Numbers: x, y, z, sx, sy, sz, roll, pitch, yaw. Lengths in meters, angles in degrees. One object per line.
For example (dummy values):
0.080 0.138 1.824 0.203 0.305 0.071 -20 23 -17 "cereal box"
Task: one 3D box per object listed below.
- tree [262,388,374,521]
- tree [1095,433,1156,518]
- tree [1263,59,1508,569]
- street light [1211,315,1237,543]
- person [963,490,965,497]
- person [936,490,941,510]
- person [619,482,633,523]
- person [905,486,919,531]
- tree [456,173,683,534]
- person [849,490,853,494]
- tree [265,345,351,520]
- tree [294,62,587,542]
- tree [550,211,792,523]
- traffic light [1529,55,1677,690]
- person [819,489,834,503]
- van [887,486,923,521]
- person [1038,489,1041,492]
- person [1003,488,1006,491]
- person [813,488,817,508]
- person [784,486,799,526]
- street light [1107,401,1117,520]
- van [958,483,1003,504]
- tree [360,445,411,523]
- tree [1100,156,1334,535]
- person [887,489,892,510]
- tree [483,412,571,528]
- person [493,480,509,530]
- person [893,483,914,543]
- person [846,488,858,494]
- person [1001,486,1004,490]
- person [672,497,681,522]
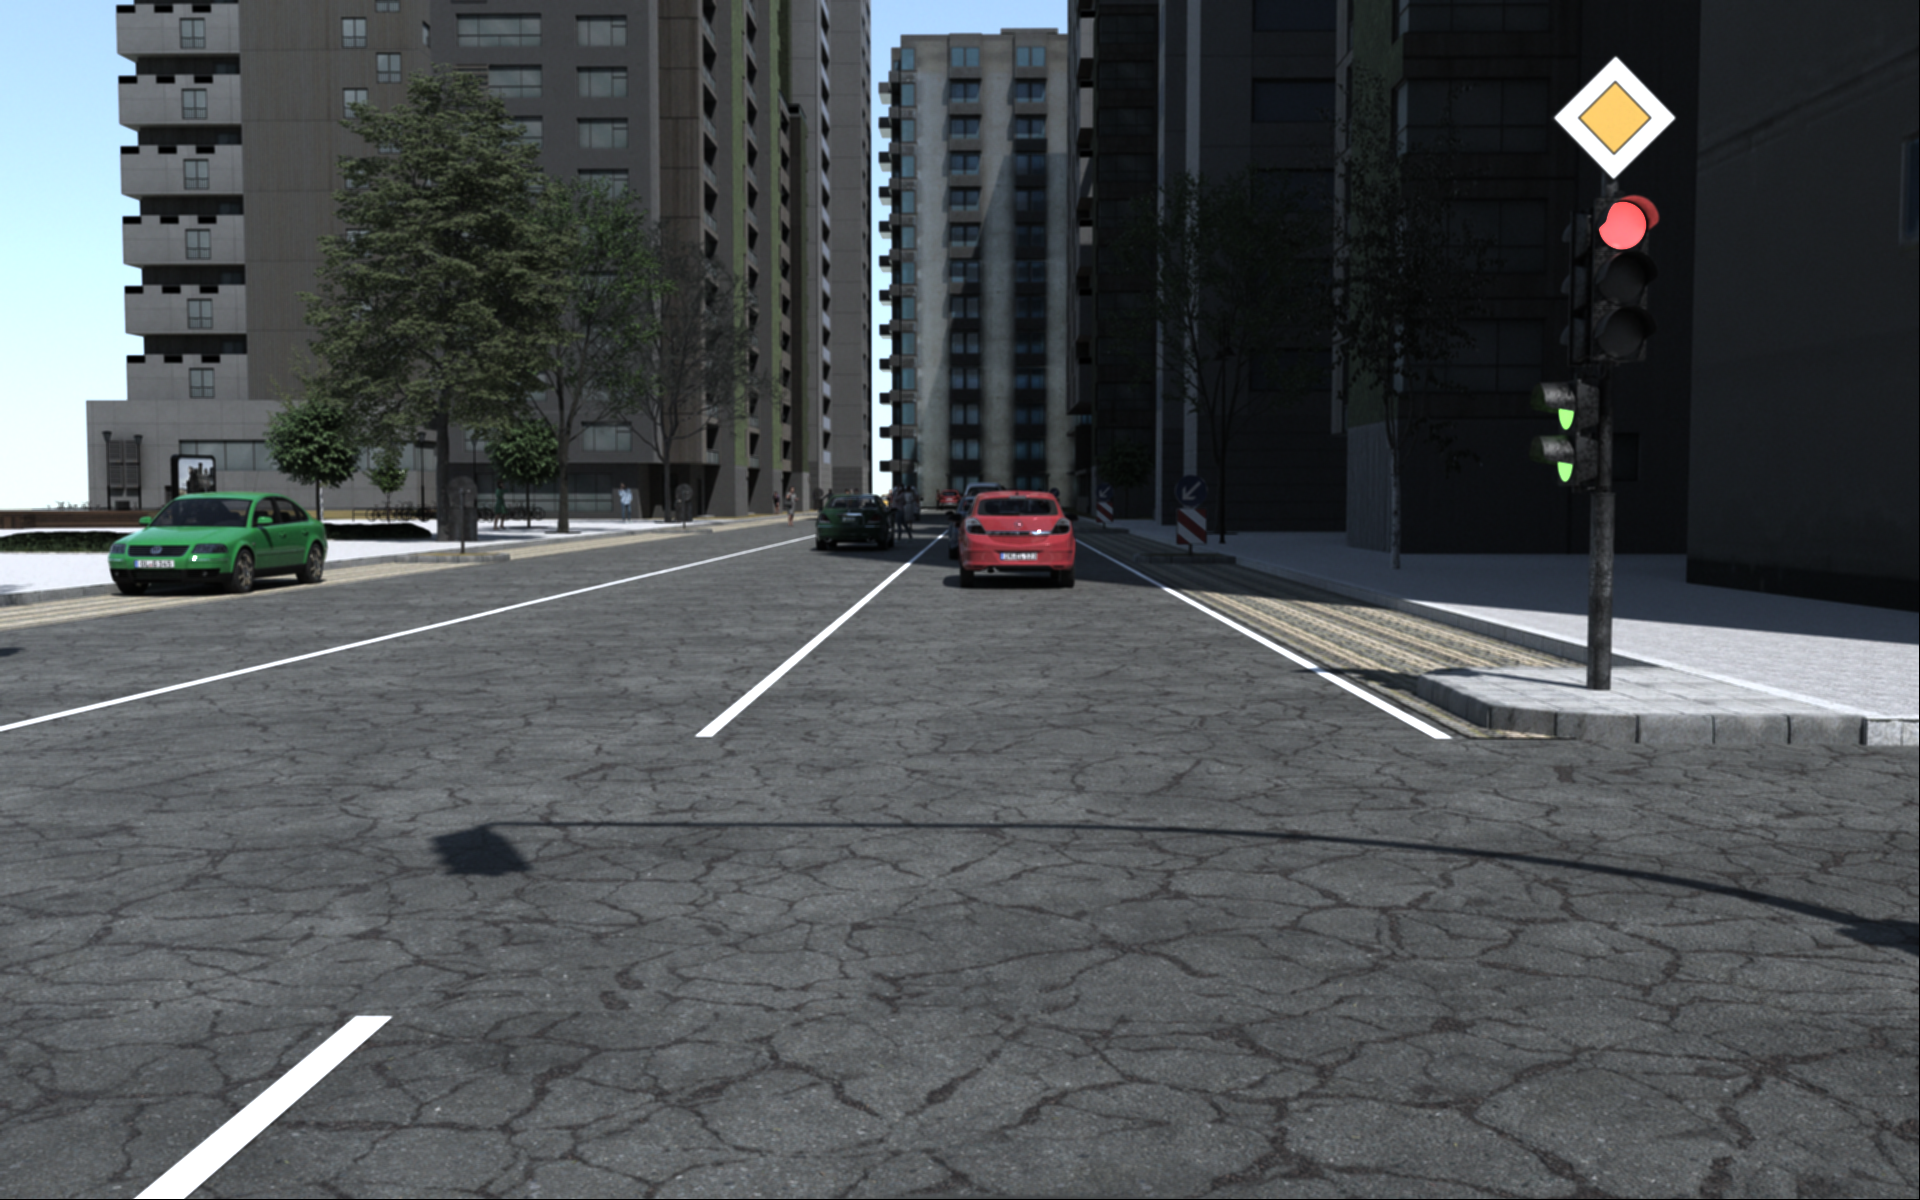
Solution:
-19.819 -4.279 53.670 4.285 4.588 4.351 0 3 0 "tree"
8.927 -6.646 92.382 4.285 4.588 4.351 0 3 0 "tree"
7.339 -4.825 29.249 4.360 8.622 3.978 0 3 0 "tree"
6.826 -4.411 44.910 0.468 5.910 1.993 0 4 1 "street light"
0.484 -9.335 161.216 0.705 1.814 1.350 1 4 13 "person"
-1.891 -8.802 152.370 0.705 1.831 1.348 1 4 13 "person"
-14.660 -4.262 75.987 0.793 1.790 0.793 2 4 28 "person"
-1.909 -3.582 67.643 0.480 1.755 0.524 3 5 40 "person"
-12.852 -7.974 56.126 9.928 11.665 9.643 0 3 0 "tree"
-7.409 -6.611 117.324 1.217 1.736 0.721 2 4 24 "person"
-31.212 -8.164 83.842 4.737 8.622 4.395 0 3 0 "tree"
-13.453 -7.830 46.151 7.486 12.596 7.792 0 3 0 "tree"
-12.984 -10.136 76.098 12.009 13.543 11.850 0 3 0 "tree"
4.178 -1.367 11.269 0.839 4.253 0.868 0 4 1 "traffic light"
-7.274 -5.352 96.798 1.217 1.735 0.721 1 4 10 "person"
-2.995 -5.333 94.207 2.013 2.044 4.112 0 4 -1 "van"
5.517 -6.882 121.029 0.705 1.823 1.348 0 4 -8 "person"
2.147 -4.862 88.517 0.617 1.759 0.750 -3 4 -36 "person"
-11.287 -7.932 136.186 0.568 1.767 0.683 -1 4 -13 "person"
-7.497 -4.162 76.901 0.716 1.782 0.532 -3 5 -42 "person"
7.565 -6.925 86.017 0.468 5.910 1.993 0 4 1 "street light"
0.901 -3.516 64.492 2.013 2.044 4.112 0 4 1 "van"
-21.943 -4.416 66.803 1.663 3.219 1.824 0 3 0 "tree"
8.223 -7.889 54.740 9.928 11.665 9.643 0 3 0 "tree"
-4.908 -6.976 123.092 0.617 1.759 0.750 -1 4 -10 "person"
-16.282 -4.986 65.242 4.285 4.588 4.351 0 3 0 "tree"
-16.515 -3.416 62.134 0.529 1.795 0.600 -2 4 -35 "person"
-1.687 -2.573 51.153 0.643 1.750 0.593 0 4 2 "person"
-5.550 -4.974 90.622 0.742 1.727 0.445 -1 4 -21 "person"
1.960 -4.733 85.734 0.795 1.843 0.661 -3 4 -37 "person"
-13.065 -4.278 80.262 0.475 1.303 0.640 2 4 34 "person"
